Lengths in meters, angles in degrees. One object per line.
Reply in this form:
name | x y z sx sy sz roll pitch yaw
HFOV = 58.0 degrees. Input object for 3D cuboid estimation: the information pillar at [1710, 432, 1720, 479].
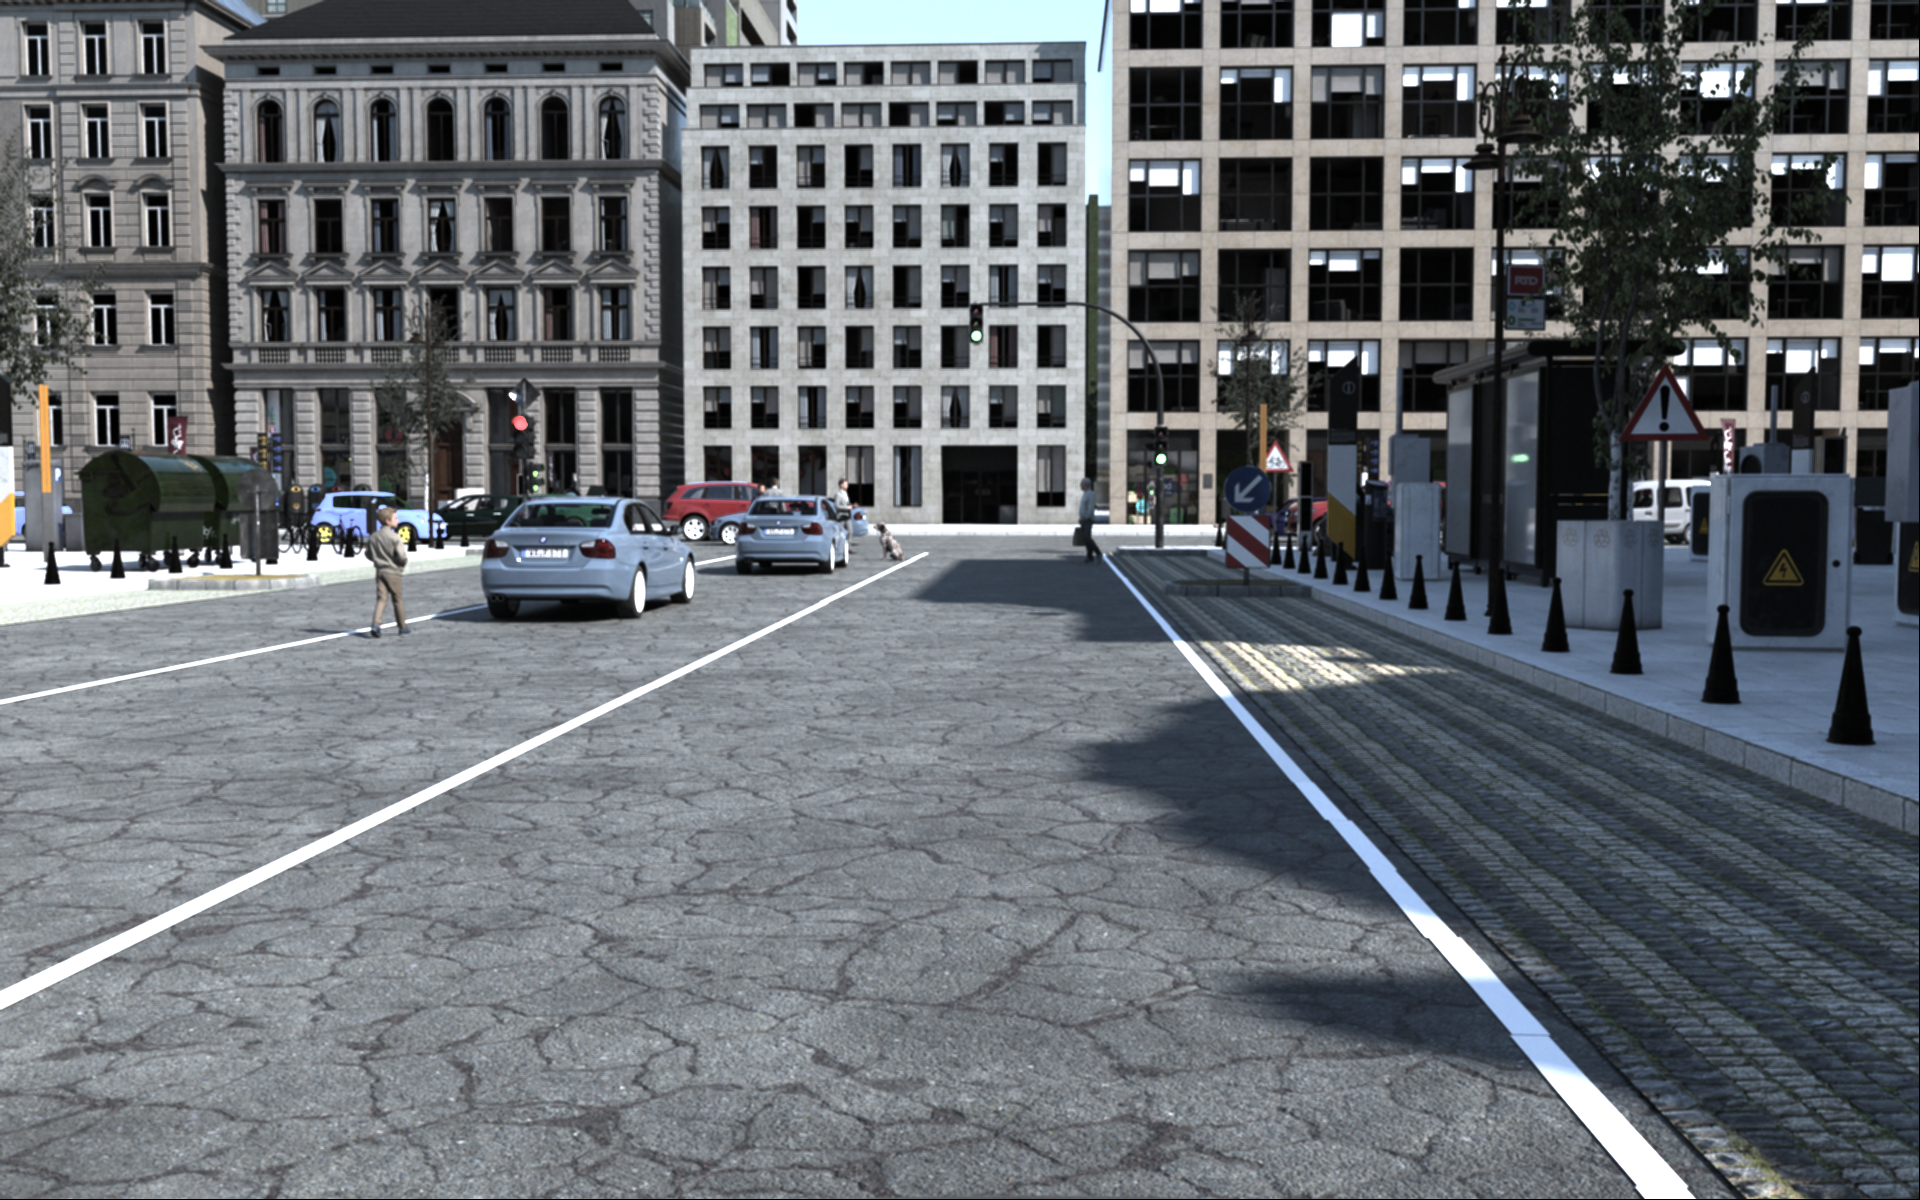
information pillar | 28.381 -4.514 65.163 0.183 3.616 0.504 0 4 -7

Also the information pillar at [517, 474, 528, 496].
information pillar | -16.282 -3.671 64.520 0.304 2.012 0.304 1 4 8

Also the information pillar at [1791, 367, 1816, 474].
information pillar | 15.635 -2.494 32.138 0.183 3.616 0.504 -1 4 -14

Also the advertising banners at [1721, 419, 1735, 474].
advertising banners | 18.497 -2.722 40.692 2.074 3.025 0.090 -2 4 -30

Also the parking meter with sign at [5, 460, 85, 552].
parking meter with sign | -20.361 -2.580 38.444 1.738 3.016 0.543 0 4 -5

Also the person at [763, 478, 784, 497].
person | -4.424 -1.982 41.027 0.709 1.813 0.853 1 4 9

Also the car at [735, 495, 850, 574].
car | -3.113 -1.249 32.419 2.014 1.417 4.499 0 4 2

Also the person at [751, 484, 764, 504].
person | -5.276 -2.234 45.947 0.541 1.710 0.530 0 4 7

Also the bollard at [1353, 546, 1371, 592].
bollard | 5.313 -0.418 22.869 0.229 0.601 0.229 0 3 0

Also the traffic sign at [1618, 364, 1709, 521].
traffic sign | 7.046 -1.064 17.397 0.884 2.594 0.081 0 4 4

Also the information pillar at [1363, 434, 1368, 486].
information pillar | 15.738 -4.654 67.451 0.183 3.616 0.504 2 4 34

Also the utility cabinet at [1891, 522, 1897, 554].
utility cabinet | 20.155 -1.597 37.277 0.306 1.237 1.020 -1 4 -23

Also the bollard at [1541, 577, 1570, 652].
bollard | 4.868 0.116 14.138 0.229 0.601 0.229 0 3 0

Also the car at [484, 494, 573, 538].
car | -13.963 -2.799 57.556 4.920 1.459 2.131 0 4 2

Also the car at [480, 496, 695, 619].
car | -4.480 -0.567 21.267 2.014 1.417 4.499 0 4 3

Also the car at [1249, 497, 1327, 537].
car | 10.121 -2.385 51.575 3.894 1.354 1.945 0 4 5

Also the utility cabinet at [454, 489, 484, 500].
utility cabinet | -20.412 -3.877 72.067 1.173 1.500 0.318 -3 5 -39

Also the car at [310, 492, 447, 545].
car | -16.693 -2.460 49.812 3.694 1.707 1.945 0 4 4

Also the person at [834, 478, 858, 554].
person | -2.713 -1.995 41.326 0.583 1.804 0.606 1 4 17

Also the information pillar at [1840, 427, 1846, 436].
information pillar | 30.764 -4.226 60.457 0.183 3.616 0.504 3 5 43

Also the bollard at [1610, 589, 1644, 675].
bollard | 4.780 0.223 12.403 0.229 0.601 0.229 0 3 0

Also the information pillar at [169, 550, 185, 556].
information pillar | -16.304 -1.926 35.987 0.304 2.012 0.304 -2 4 -28

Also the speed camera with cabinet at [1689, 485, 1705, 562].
speed camera with cabinet | 14.460 -2.315 32.188 0.660 3.252 2.038 -1 4 -14

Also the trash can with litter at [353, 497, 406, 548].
trash can with litter | -14.007 -1.871 41.650 1.678 1.210 2.233 -1 4 -14

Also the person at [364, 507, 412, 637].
person | -5.763 -0.284 17.411 0.475 1.303 0.640 0 4 7

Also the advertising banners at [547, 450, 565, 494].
advertising banners | -15.698 -4.393 68.019 0.090 3.025 2.074 -3 5 -40

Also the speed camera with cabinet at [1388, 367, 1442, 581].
speed camera with cabinet | 6.926 -1.957 26.338 0.660 3.252 2.038 1 4 9

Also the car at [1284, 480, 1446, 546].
car | 11.540 -2.365 47.334 5.304 1.827 2.281 0 4 3

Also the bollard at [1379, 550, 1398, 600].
bollard | 5.227 -0.311 21.122 0.229 0.601 0.229 0 3 0

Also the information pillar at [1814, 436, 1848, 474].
information pillar | 11.042 -1.072 22.019 0.304 2.012 0.304 1 4 10

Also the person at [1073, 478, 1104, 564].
person | 2.645 -1.636 35.727 0.515 1.767 0.782 -1 4 -12

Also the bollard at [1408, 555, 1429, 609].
bollard | 5.135 -0.205 19.386 0.229 0.601 0.229 0 3 0

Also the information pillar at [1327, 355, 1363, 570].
information pillar | 6.464 -2.316 29.227 0.504 3.616 0.183 0 4 5

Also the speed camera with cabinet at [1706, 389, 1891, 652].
speed camera with cabinet | 7.287 -1.213 14.163 2.038 3.252 0.660 1 4 10

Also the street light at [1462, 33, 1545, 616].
street light | 5.608 -2.767 18.037 0.468 5.910 1.993 0 4 3

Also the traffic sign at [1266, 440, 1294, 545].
traffic sign | 7.604 -2.558 41.829 0.884 2.594 0.081 0 4 7

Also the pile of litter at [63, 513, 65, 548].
pile of litter | -21.170 -1.675 41.344 1.719 0.858 1.176 2 4 30

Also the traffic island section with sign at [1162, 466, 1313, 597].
traffic island section with sign | 3.934 -0.993 24.869 1.989 1.847 2.006 0 4 3

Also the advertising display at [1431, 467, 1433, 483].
advertising display | 10.330 -2.078 39.181 0.123 1.923 0.974 -2 4 -24

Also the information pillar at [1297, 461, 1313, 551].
information pillar | 7.754 -2.106 38.931 0.304 2.012 0.304 0 4 1

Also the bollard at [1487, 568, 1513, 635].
bollard | 4.959 0.009 15.891 0.229 0.601 0.229 0 3 0

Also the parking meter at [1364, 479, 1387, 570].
parking meter | 7.074 -1.288 29.475 0.372 1.533 0.369 0 3 0

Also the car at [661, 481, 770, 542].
car | -6.465 -2.710 52.974 5.304 1.827 2.281 0 4 1

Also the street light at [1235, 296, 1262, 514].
street light | 6.737 -4.145 40.560 0.468 5.910 1.993 0 4 3

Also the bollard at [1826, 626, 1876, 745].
bollard | 4.603 0.435 8.932 0.229 0.601 0.229 0 3 0

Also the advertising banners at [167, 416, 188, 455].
advertising banners | -18.260 -2.620 39.032 2.074 3.025 0.090 1 4 14

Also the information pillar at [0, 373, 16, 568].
information pillar | -16.738 -2.374 30.167 0.504 3.616 0.183 1 4 11

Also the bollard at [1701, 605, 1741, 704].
bollard | 4.694 0.329 10.667 0.229 0.601 0.229 0 3 0

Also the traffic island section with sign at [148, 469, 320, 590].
traffic island section with sign | -10.983 -1.094 26.517 1.989 1.847 2.006 0 4 3

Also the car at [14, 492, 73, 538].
car | -28.610 -2.591 51.959 3.694 1.707 1.945 0 4 3

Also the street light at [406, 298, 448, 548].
street light | -12.592 -4.177 41.087 0.468 5.910 1.993 0 4 3

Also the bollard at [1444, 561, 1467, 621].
bollard | 5.052 -0.098 17.643 0.229 0.601 0.229 0 3 0

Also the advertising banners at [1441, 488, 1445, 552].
advertising banners | 10.962 -2.528 37.514 0.090 3.025 2.074 -1 4 -15

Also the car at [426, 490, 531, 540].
car | -14.955 -2.665 53.355 4.222 1.686 2.009 0 4 2

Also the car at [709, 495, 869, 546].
car | -4.815 -2.253 48.847 4.499 1.417 2.014 0 4 4

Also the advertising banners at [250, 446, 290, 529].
advertising banners | -25.191 -4.097 63.180 2.074 3.025 0.090 2 4 30
